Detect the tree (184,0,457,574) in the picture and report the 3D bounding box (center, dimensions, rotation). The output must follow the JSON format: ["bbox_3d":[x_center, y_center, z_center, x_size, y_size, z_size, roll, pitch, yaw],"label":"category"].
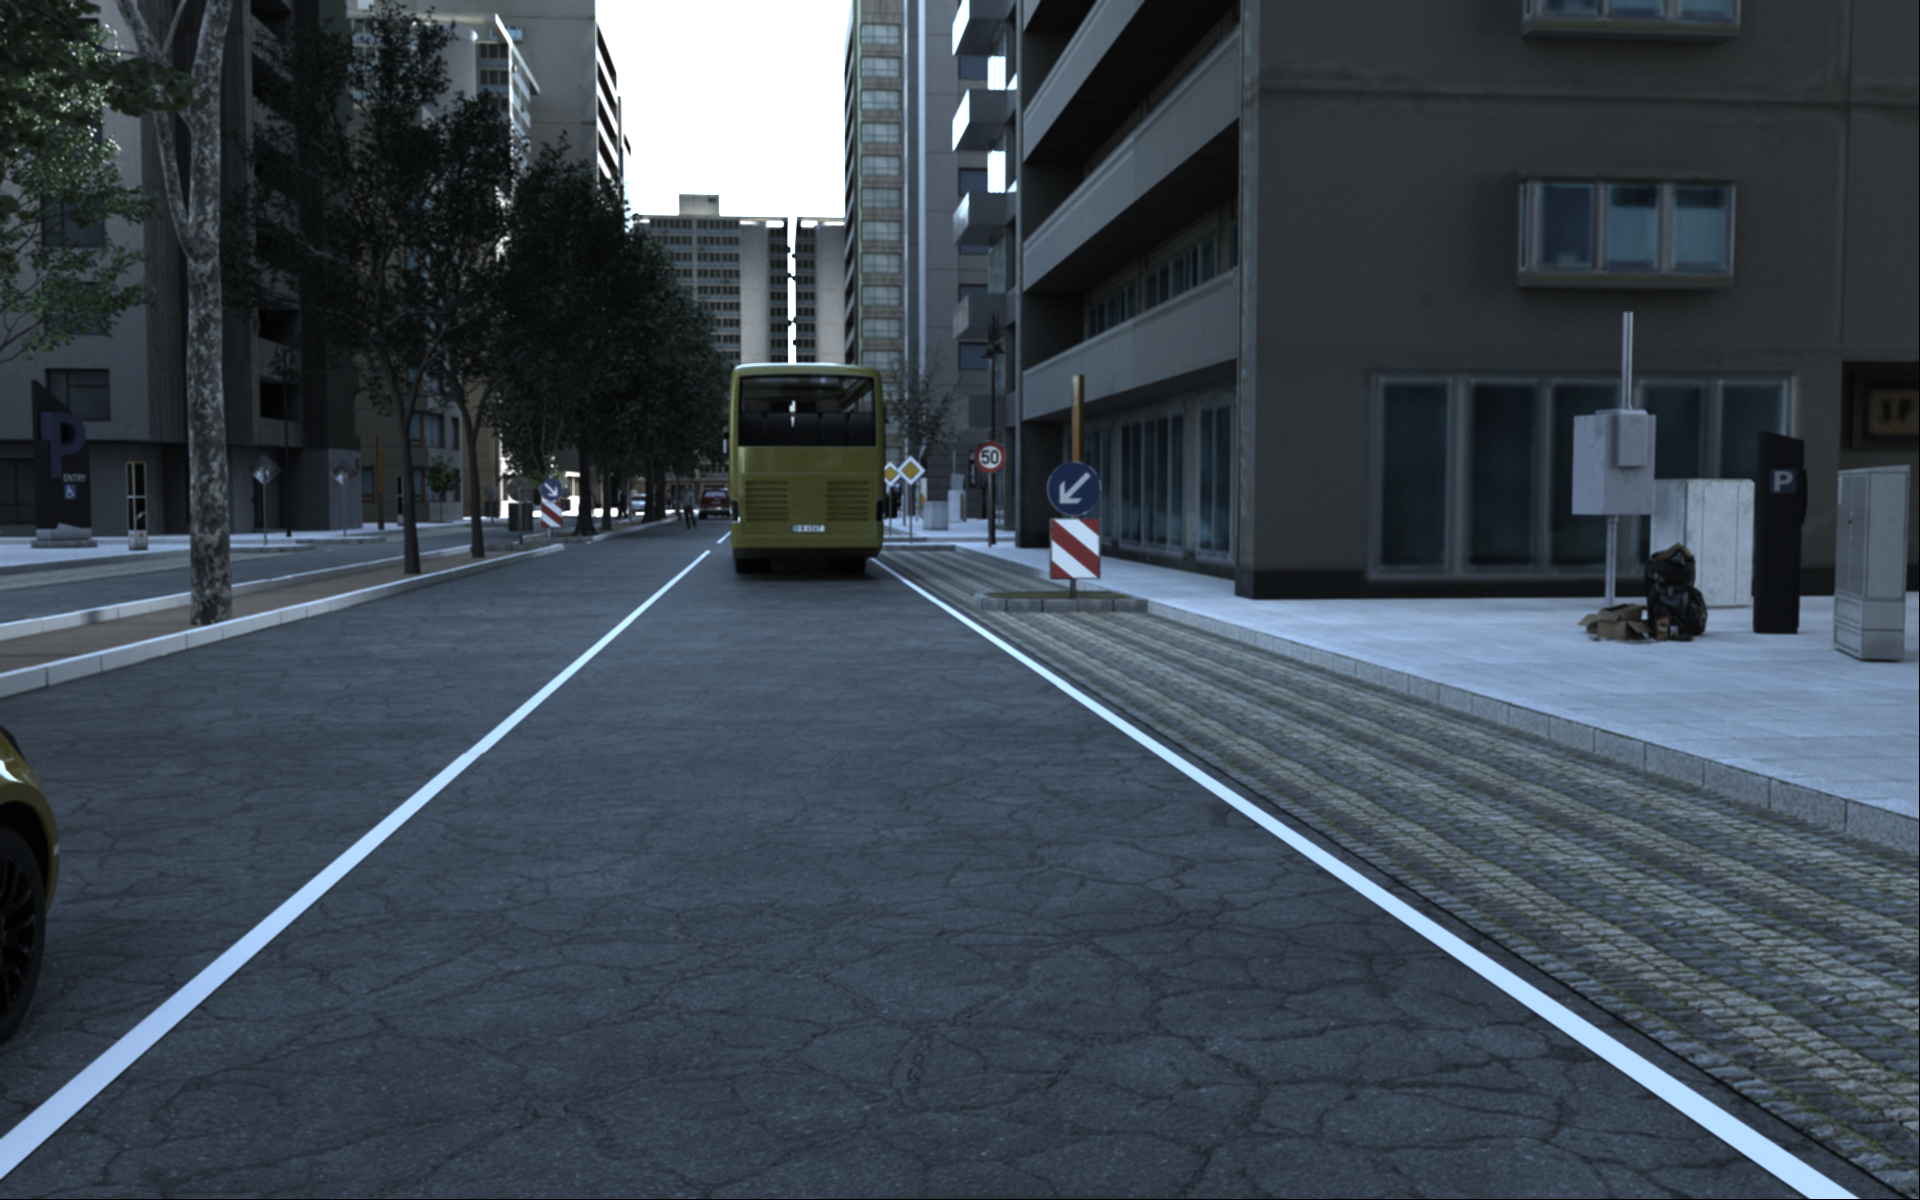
[{"bbox_3d":[-9.799,-5.756,30.981,8.767,10.594,7.601,0,4,-6],"label":"tree"}]

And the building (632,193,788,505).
[{"bbox_3d":[-33.982,-32.695,226.444,23.993,40.220,32.217,0,4,-6],"label":"building"}]

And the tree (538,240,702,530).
[{"bbox_3d":[-14.127,-9.048,68.512,7.486,12.596,7.792,0,3,0],"label":"tree"}]

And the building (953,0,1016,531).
[{"bbox_3d":[14.929,-27.243,65.032,30.456,49.044,23.786,0,4,-6],"label":"building"}]

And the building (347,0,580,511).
[{"bbox_3d":[-46.680,-27.099,134.954,32.217,40.220,23.993,0,4,-6],"label":"building"}]

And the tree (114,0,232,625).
[{"bbox_3d":[-9.516,-9.833,19.124,12.611,20.169,13.585,0,3,0],"label":"tree"}]

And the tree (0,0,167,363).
[{"bbox_3d":[-19.176,-6.546,32.779,9.928,11.665,9.643,0,3,0],"label":"tree"}]

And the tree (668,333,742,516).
[{"bbox_3d":[-18.645,-12.303,113.986,12.009,13.543,11.850,0,3,0],"label":"tree"}]

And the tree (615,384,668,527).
[{"bbox_3d":[-14.370,-7.496,75.374,4.737,8.622,4.395,0,3,0],"label":"tree"}]

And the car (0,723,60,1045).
[{"bbox_3d":[-3.209,0.429,3.214,2.015,1.641,3.980,0,4,-5],"label":"car"}]

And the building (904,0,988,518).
[{"bbox_3d":[7.138,-34.386,104.216,21.231,58.520,28.212,0,4,-6],"label":"building"}]

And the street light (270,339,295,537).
[{"bbox_3d":[-20.111,-4.827,51.717,0.468,5.910,1.993,0,4,-6],"label":"street light"}]

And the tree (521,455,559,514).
[{"bbox_3d":[-27.675,-7.867,112.342,4.285,4.588,4.351,0,3,0],"label":"tree"}]

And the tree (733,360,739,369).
[{"bbox_3d":[-14.883,-9.986,82.739,9.611,12.733,9.660,0,3,0],"label":"tree"}]

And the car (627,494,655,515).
[{"bbox_3d":[-21.964,-6.600,119.915,2.014,1.417,4.499,0,4,-5],"label":"car"}]

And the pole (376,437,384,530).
[{"bbox_3d":[-20.797,-4.177,62.131,0.158,3.312,0.155,0,3,0],"label":"pole"}]

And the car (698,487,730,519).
[{"bbox_3d":[-13.947,-5.571,99.758,2.281,1.827,5.304,0,4,-5],"label":"car"}]

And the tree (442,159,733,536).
[{"bbox_3d":[-12.855,-8.538,59.067,9.611,12.733,9.660,0,3,0],"label":"tree"}]

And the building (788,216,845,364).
[{"bbox_3d":[-10.069,-32.819,228.464,23.993,40.220,32.217,0,4,-6],"label":"building"}]

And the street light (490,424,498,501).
[{"bbox_3d":[-24.493,-7.262,91.515,0.468,5.910,1.993,0,4,-6],"label":"street light"}]

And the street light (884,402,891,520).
[{"bbox_3d":[-3.736,-6.962,86.617,0.468,5.910,1.993,0,4,-6],"label":"street light"}]

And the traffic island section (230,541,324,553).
[{"bbox_3d":[-17.247,-1.265,42.959,2.009,0.180,2.903,0,4,-6],"label":"traffic island section"}]

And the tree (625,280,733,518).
[{"bbox_3d":[-17.766,-11.818,102.330,9.857,13.997,8.962,0,3,0],"label":"tree"}]

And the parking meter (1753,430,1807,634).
[{"bbox_3d":[7.556,-0.626,15.950,0.399,1.863,0.255,1,4,16],"label":"parking meter"}]

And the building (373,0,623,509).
[{"bbox_3d":[-42.926,-32.728,158.806,21.300,48.544,21.600,0,4,-6],"label":"building"}]

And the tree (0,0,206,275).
[{"bbox_3d":[-7.852,-5.429,9.346,7.486,12.596,7.792,0,3,0],"label":"tree"}]

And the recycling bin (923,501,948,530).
[{"bbox_3d":[-0.873,-3.007,61.719,0.722,1.027,0.722,-1,4,-22],"label":"recycling bin"}]

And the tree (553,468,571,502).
[{"bbox_3d":[-28.407,-7.776,121.734,1.663,3.219,1.824,0,3,0],"label":"tree"}]

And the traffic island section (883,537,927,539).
[{"bbox_3d":[-2.094,-1.854,52.597,2.009,0.180,2.903,0,4,-6],"label":"traffic island section"}]

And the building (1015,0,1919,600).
[{"bbox_3d":[13.039,-24.916,31.084,21.300,48.544,21.600,0,4,-6],"label":"building"}]

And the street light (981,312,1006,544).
[{"bbox_3d":[0.848,-4.365,44.154,0.468,5.910,1.993,0,4,-6],"label":"street light"}]

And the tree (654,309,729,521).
[{"bbox_3d":[-16.139,-10.051,92.544,9.928,11.665,9.643,0,3,0],"label":"tree"}]

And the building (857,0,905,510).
[{"bbox_3d":[-1.461,-28.097,142.976,14.154,41.232,14.086,0,4,-6],"label":"building"}]

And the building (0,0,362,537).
[{"bbox_3d":[-28.713,-17.426,56.616,14.160,30.474,14.107,0,4,-6],"label":"building"}]

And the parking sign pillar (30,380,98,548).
[{"bbox_3d":[-21.516,-3.244,41.504,1.447,3.967,1.447,1,4,16],"label":"parking sign pillar"}]

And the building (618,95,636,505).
[{"bbox_3d":[-43.612,-33.051,190.491,14.200,45.320,14.600,0,4,-6],"label":"building"}]

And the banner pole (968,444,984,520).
[{"bbox_3d":[0.789,-5.943,87.180,0.863,3.779,0.401,2,4,32],"label":"banner pole"}]

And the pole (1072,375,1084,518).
[{"bbox_3d":[2.022,-2.197,29.760,0.158,3.312,0.155,0,3,0],"label":"pole"}]

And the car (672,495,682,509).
[{"bbox_3d":[-26.938,-9.508,168.040,1.945,1.354,3.894,0,4,-4],"label":"car"}]

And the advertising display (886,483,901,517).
[{"bbox_3d":[-3.765,-5.654,97.653,0.974,1.923,0.123,1,4,23],"label":"advertising display"}]

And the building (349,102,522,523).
[{"bbox_3d":[-39.083,-14.979,89.939,27.650,21.520,28.899,0,4,-6],"label":"building"}]

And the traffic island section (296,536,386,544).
[{"bbox_3d":[-18.095,-1.750,50.899,2.009,0.180,2.903,0,4,-6],"label":"traffic island section"}]

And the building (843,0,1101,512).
[{"bbox_3d":[0.306,-32.880,161.284,21.300,48.544,21.600,0,4,-6],"label":"building"}]

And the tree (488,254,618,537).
[{"bbox_3d":[-12.364,-6.074,52.131,4.360,8.622,3.978,0,3,0],"label":"tree"}]

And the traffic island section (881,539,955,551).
[{"bbox_3d":[-1.246,-1.369,44.656,2.009,0.180,2.903,0,4,-6],"label":"traffic island section"}]

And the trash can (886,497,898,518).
[{"bbox_3d":[-3.600,-4.883,91.485,0.748,1.137,0.748,0,3,0],"label":"trash can"}]
